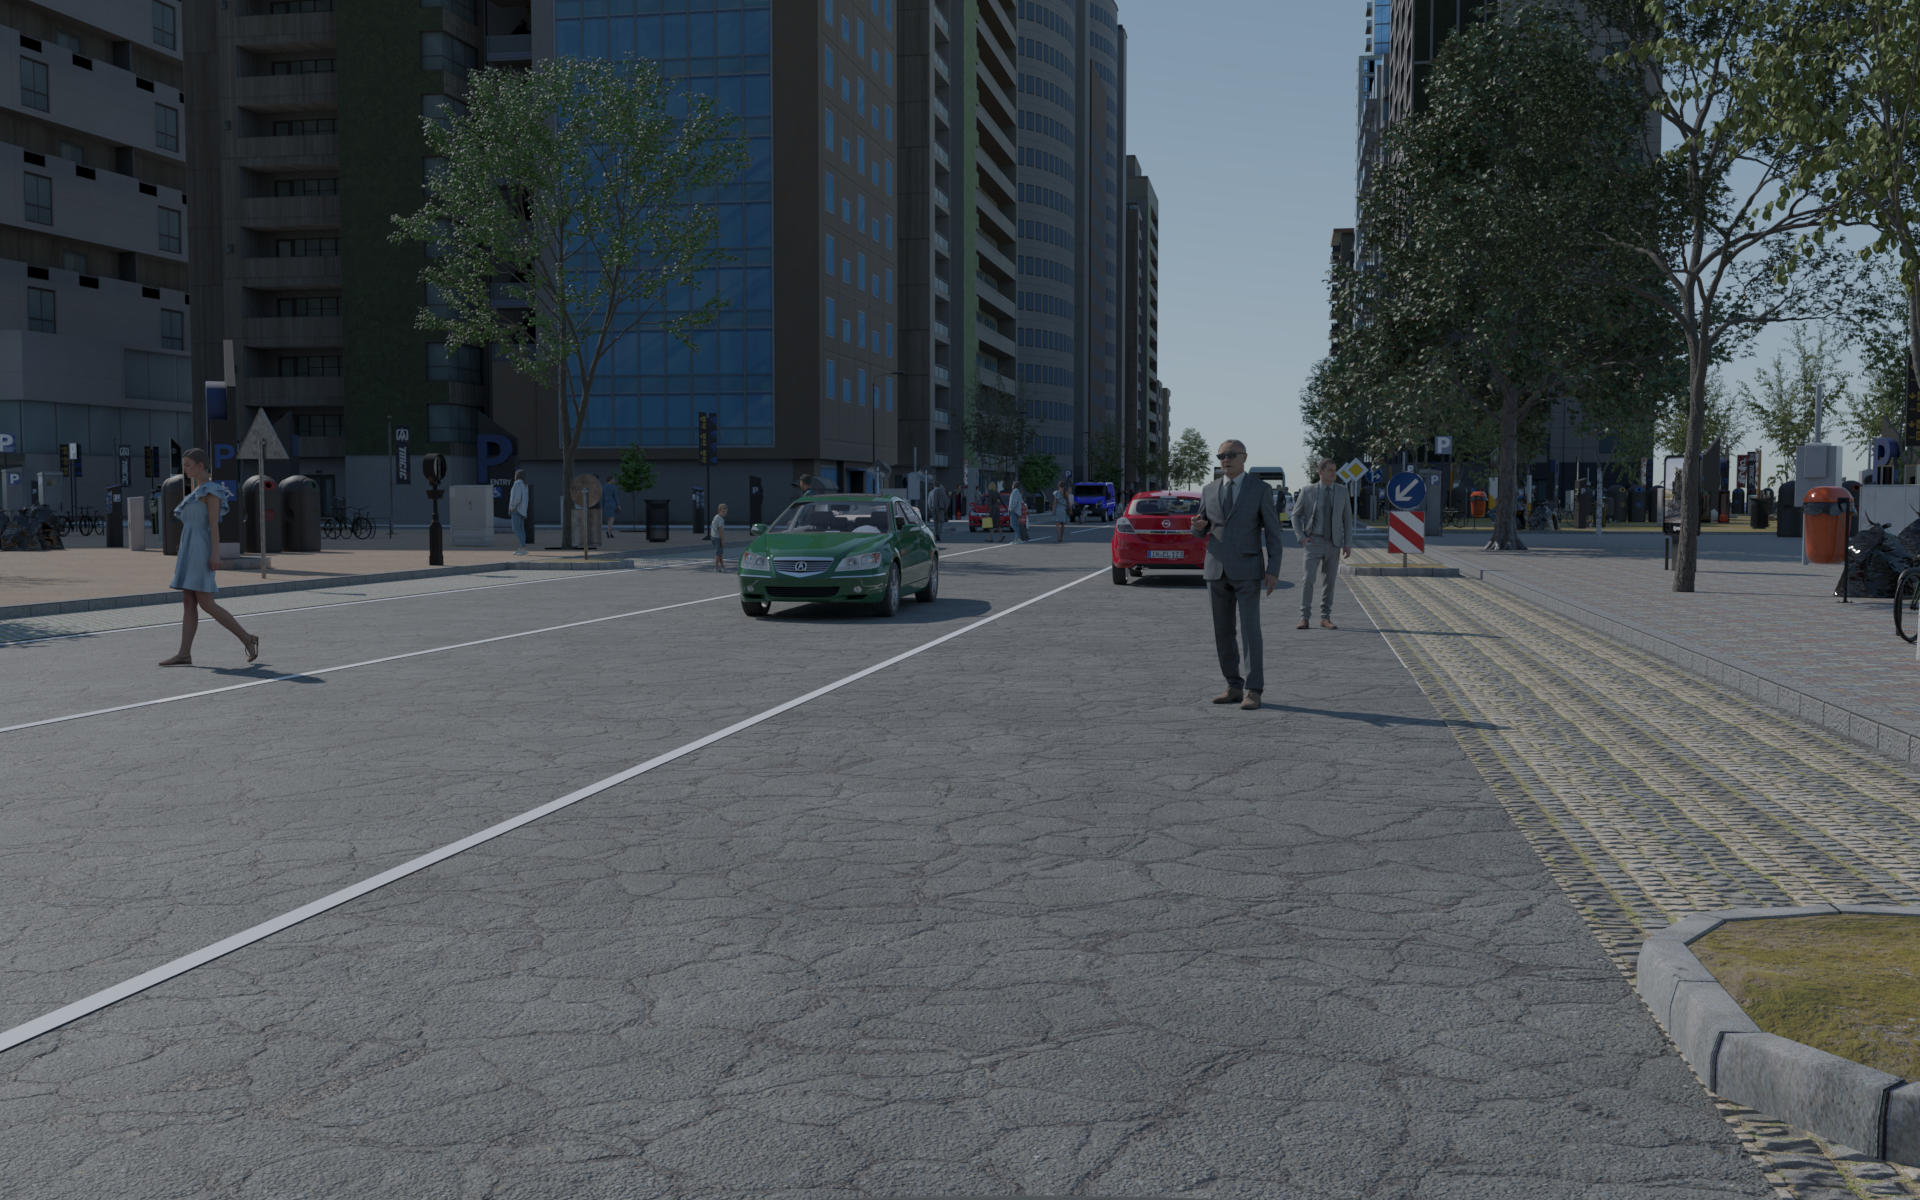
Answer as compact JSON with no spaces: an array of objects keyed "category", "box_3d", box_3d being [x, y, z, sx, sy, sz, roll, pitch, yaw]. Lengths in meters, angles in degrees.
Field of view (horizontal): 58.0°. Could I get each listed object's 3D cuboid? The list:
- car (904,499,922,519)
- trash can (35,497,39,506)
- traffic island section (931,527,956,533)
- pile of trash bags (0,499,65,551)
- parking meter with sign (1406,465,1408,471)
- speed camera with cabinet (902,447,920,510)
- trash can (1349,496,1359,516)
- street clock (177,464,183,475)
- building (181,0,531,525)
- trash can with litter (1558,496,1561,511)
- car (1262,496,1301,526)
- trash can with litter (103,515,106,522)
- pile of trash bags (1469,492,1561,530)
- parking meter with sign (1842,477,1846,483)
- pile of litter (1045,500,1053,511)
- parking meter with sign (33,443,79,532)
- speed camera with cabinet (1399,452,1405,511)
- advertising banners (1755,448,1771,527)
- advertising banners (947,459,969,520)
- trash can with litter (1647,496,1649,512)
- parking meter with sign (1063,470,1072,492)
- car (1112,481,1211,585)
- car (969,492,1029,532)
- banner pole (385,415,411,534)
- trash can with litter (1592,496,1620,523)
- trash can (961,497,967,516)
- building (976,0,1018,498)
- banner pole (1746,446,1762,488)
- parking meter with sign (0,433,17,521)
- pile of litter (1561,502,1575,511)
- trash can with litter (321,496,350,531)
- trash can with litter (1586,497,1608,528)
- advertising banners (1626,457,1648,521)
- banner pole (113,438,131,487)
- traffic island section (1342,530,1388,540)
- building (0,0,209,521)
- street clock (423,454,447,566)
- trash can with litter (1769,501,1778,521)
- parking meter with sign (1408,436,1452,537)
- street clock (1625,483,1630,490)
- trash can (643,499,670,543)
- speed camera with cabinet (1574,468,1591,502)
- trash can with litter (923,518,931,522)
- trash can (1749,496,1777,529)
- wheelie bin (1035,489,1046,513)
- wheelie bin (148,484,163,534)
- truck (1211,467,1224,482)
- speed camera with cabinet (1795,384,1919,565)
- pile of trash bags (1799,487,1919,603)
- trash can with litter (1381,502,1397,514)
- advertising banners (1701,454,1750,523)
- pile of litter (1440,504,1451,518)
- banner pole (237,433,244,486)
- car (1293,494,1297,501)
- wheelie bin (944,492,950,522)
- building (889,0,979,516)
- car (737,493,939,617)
[{"category":"car","box_3d":[-2.187,-1.989,44.877,2.083,1.381,4.827,1,4,10]},{"category":"trash can","box_3d":[-38.582,-3.756,73.061,0.748,1.137,0.748,0,3,0]},{"category":"traffic island section","box_3d":[-1.314,-2.660,65.766,2.009,0.180,2.903,1,4,10]},{"category":"pile of trash bags","box_3d":[-22.409,-1.835,39.748,3.447,1.369,1.912,1,4,9]},{"category":"parking meter with sign","box_3d":[27.232,-6.514,102.766,0.543,3.016,1.738,-2,4,-26]},{"category":"speed camera with cabinet","box_3d":[-2.360,-4.865,73.886,0.660,3.252,2.038,-2,4,-24]},{"category":"trash can","box_3d":[24.675,-5.969,109.246,0.748,1.137,0.748,0,3,0]},{"category":"street clock","box_3d":[-17.878,-2.181,40.227,0.471,2.002,0.358,-1,4,-10]},{"category":"building","box_3d":[-26.486,-18.789,78.904,14.107,30.474,14.160,1,4,10]},{"category":"trash can with litter","box_3d":[43.120,-6.964,125.242,0.624,1.170,1.055,2,4,30]},{"category":"car","box_3d":[14.042,-3.911,76.300,2.083,1.381,4.827,1,4,12]},{"category":"trash can with litter","box_3d":[-39.435,-4.230,80.540,0.624,1.170,1.055,-1,4,-10]},{"category":"pile of trash bags","box_3d":[19.986,-3.231,62.581,1.912,1.369,3.447,-3,5,-43]},{"category":"parking meter with sign","box_3d":[38.766,-4.915,76.620,0.543,3.016,1.738,-1,4,-17]},{"category":"pile of litter","box_3d":[6.736,-7.086,129.825,1.176,0.858,1.719,3,5,40]},{"category":"parking meter with sign","box_3d":[-30.813,-3.816,58.657,0.543,3.016,1.738,3,5,40]},{"category":"speed camera with cabinet","box_3d":[21.471,-5.322,81.346,2.038,3.252,0.660,0,4,2]},{"category":"advertising banners","box_3d":[30.858,-4.308,66.622,0.090,3.025,2.074,3,5,41]},{"category":"advertising banners","box_3d":[-0.102,-5.463,85.509,0.090,3.025,2.074,2,4,33]},{"category":"trash can with litter","box_3d":[47.672,-6.603,119.023,1.678,1.210,2.233,3,5,44]},{"category":"parking meter with sign","box_3d":[7.690,-7.998,127.033,0.543,3.016,1.738,1,4,21]},{"category":"car","box_3d":[3.577,-1.204,28.726,2.155,1.783,4.494,1,4,11]},{"category":"car","box_3d":[1.506,-3.519,66.570,2.155,1.783,4.494,1,4,11]},{"category":"banner pole","box_3d":[-17.925,-3.990,55.257,0.863,3.779,0.401,0,4,-2]},{"category":"trash can with litter","box_3d":[28.357,-4.017,76.737,2.233,1.210,1.678,-1,4,-20]},{"category":"trash can","box_3d":[0.069,-5.358,99.259,0.748,1.137,0.748,0,3,0]},{"category":"building","box_3d":[-7.838,-30.840,127.940,21.300,48.544,21.600,1,4,10]},{"category":"banner pole","box_3d":[41.048,-6.081,89.448,0.863,3.779,0.401,1,4,19]},{"category":"parking meter with sign","box_3d":[-26.846,-3.227,49.025,0.543,3.016,1.738,-3,4,-38]},{"category":"pile of litter","box_3d":[42.939,-6.626,122.295,1.719,0.858,1.176,-3,5,-43]},{"category":"trash can with litter","box_3d":[-22.332,-3.070,61.247,1.678,1.210,2.233,2,4,28]},{"category":"trash can with litter","box_3d":[24.176,-3.350,66.154,1.055,1.170,0.624,3,5,43]},{"category":"advertising banners","box_3d":[31.870,-5.243,81.911,2.074,3.025,0.090,-2,4,-34]},{"category":"banner pole","box_3d":[-37.386,-5.333,77.211,0.863,3.779,0.401,-1,4,-23]},{"category":"traffic island section","box_3d":[12.604,-2.005,55.061,2.009,0.180,2.903,1,4,10]},{"category":"building","box_3d":[-53.596,-30.625,89.960,27.495,52.752,28.713,1,4,10]},{"category":"street clock","box_3d":[-9.416,-1.622,31.086,0.358,2.002,0.471,1,4,11]},{"category":"trash can with litter","box_3d":[39.108,-4.369,82.813,1.055,1.170,0.624,0,4,-4]},{"category":"parking meter with sign","box_3d":[14.365,-3.463,52.878,0.543,3.016,1.738,-1,4,-9]},{"category":"street clock","box_3d":[44.326,-6.758,115.068,0.358,2.002,0.471,1,4,13]},{"category":"trash can","box_3d":[-8.047,-2.104,46.053,0.748,1.137,0.748,0,3,0]},{"category":"speed camera with cabinet","box_3d":[47.223,-8.393,131.555,0.660,3.252,2.038,0,4,-1]},{"category":"trash can with litter","box_3d":[-1.660,-4.182,79.755,0.624,1.170,1.055,0,4,-8]},{"category":"trash can","box_3d":[29.416,-3.184,63.718,0.748,1.137,0.748,0,3,0]},{"category":"wheelie bin","box_3d":[5.372,-6.614,116.051,0.693,1.594,0.980,1,4,9]},{"category":"wheelie bin","box_3d":[-25.520,-2.905,55.402,0.980,1.594,0.693,3,5,44]},{"category":"truck","box_3d":[27.570,-11.624,178.964,2.839,4.237,11.283,1,4,11]},{"category":"speed camera with cabinet","box_3d":[16.080,-2.237,30.907,2.038,3.252,0.660,3,4,38]},{"category":"pile of trash bags","box_3d":[11.620,-0.702,21.231,3.447,1.369,1.912,-2,4,-26]},{"category":"trash can with litter","box_3d":[27.279,-6.084,110.538,2.233,1.210,1.678,-2,4,-28]},{"category":"advertising banners","box_3d":[33.855,-4.929,76.779,2.074,3.025,0.090,1,4,14]},{"category":"pile of litter","box_3d":[24.772,-4.632,89.704,1.176,0.858,1.719,-2,4,-35]},{"category":"banner pole","box_3d":[-29.530,-4.949,70.933,0.401,3.779,0.863,1,4,17]},{"category":"car","box_3d":[43.924,-13.095,223.893,2.009,1.686,4.222,1,4,10]},{"category":"wheelie bin","box_3d":[-0.870,-4.315,78.456,0.693,1.594,0.980,-1,4,-17]},{"category":"building","box_3d":[-6.986,-25.576,101.770,14.154,41.232,14.086,1,4,10]},{"category":"car","box_3d":[-1.427,-0.613,21.813,2.131,1.459,4.920,1,4,9]}]
